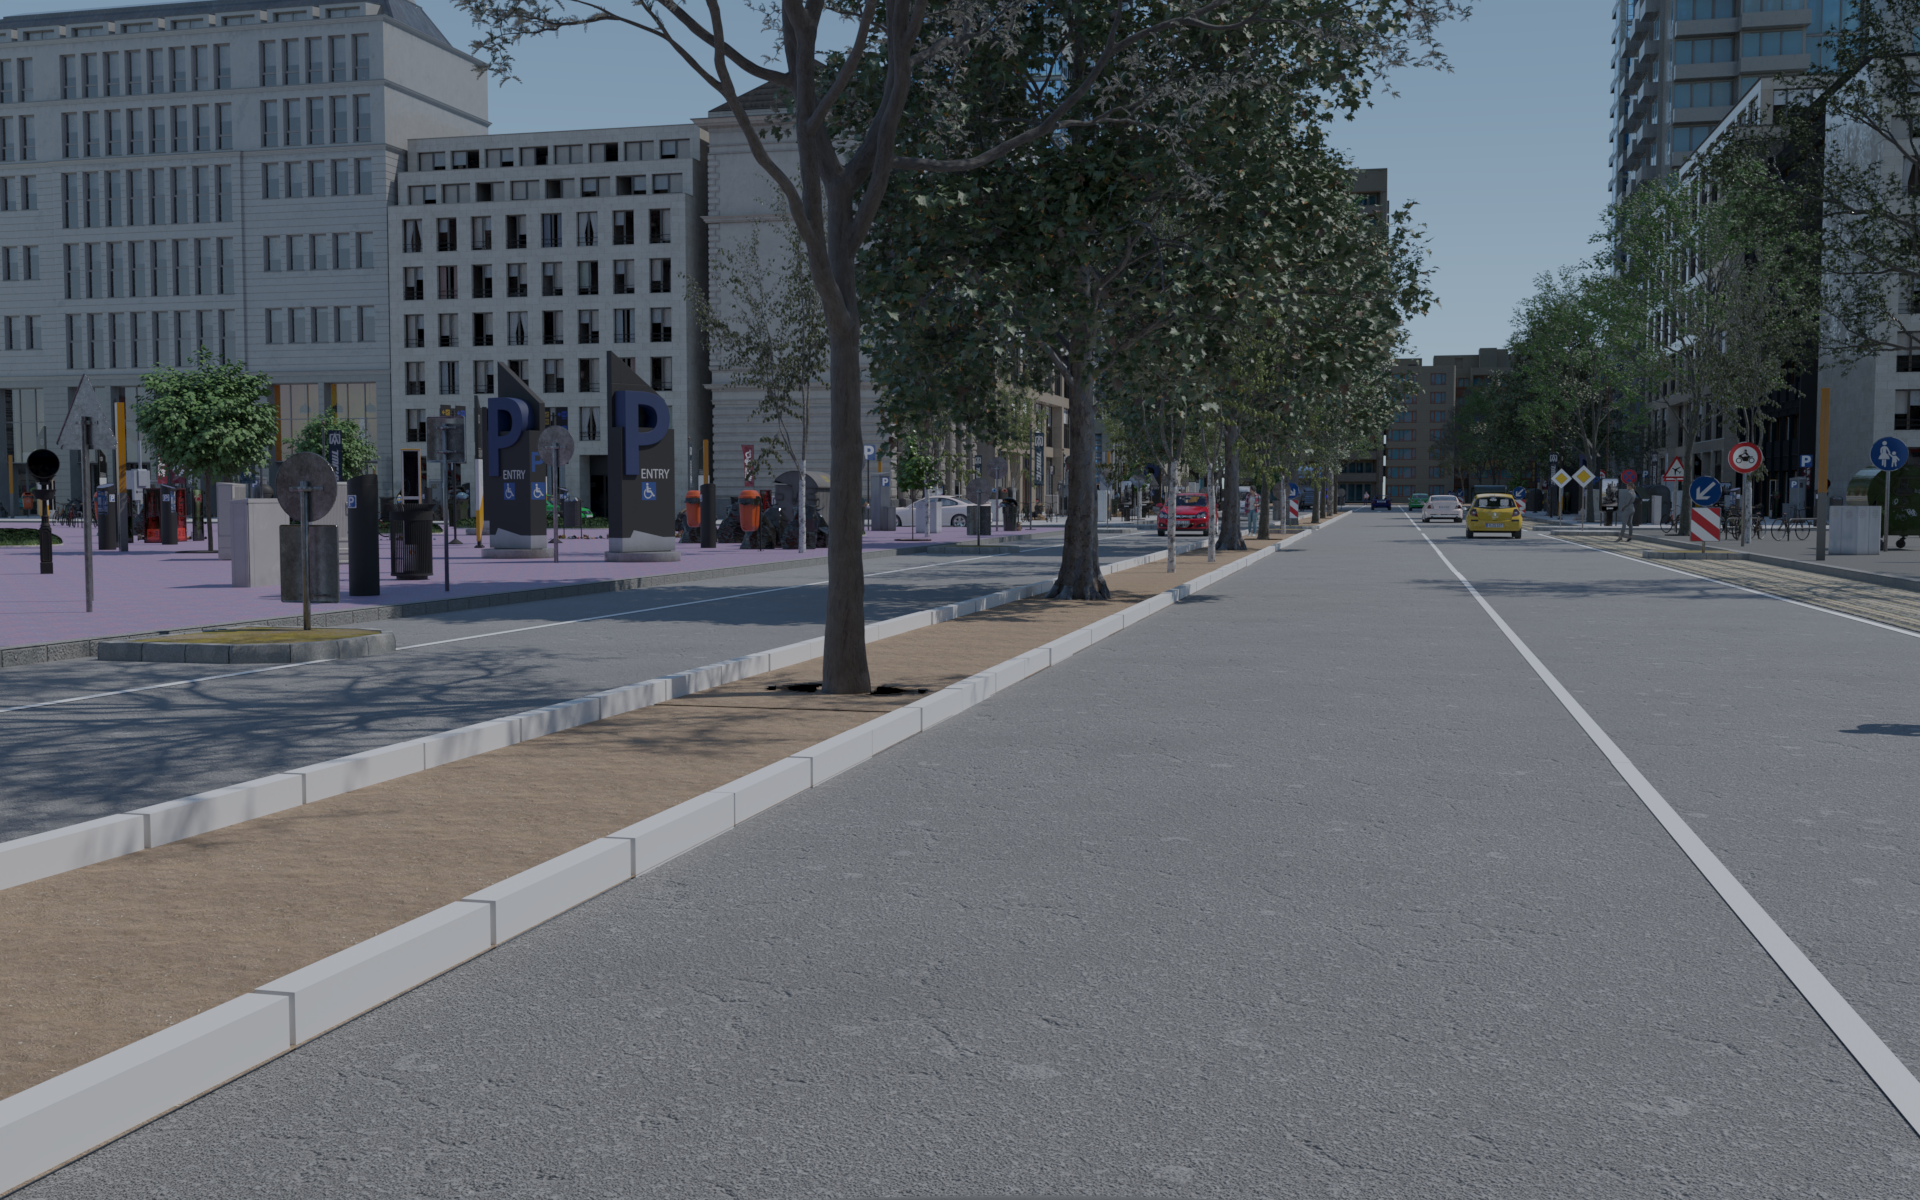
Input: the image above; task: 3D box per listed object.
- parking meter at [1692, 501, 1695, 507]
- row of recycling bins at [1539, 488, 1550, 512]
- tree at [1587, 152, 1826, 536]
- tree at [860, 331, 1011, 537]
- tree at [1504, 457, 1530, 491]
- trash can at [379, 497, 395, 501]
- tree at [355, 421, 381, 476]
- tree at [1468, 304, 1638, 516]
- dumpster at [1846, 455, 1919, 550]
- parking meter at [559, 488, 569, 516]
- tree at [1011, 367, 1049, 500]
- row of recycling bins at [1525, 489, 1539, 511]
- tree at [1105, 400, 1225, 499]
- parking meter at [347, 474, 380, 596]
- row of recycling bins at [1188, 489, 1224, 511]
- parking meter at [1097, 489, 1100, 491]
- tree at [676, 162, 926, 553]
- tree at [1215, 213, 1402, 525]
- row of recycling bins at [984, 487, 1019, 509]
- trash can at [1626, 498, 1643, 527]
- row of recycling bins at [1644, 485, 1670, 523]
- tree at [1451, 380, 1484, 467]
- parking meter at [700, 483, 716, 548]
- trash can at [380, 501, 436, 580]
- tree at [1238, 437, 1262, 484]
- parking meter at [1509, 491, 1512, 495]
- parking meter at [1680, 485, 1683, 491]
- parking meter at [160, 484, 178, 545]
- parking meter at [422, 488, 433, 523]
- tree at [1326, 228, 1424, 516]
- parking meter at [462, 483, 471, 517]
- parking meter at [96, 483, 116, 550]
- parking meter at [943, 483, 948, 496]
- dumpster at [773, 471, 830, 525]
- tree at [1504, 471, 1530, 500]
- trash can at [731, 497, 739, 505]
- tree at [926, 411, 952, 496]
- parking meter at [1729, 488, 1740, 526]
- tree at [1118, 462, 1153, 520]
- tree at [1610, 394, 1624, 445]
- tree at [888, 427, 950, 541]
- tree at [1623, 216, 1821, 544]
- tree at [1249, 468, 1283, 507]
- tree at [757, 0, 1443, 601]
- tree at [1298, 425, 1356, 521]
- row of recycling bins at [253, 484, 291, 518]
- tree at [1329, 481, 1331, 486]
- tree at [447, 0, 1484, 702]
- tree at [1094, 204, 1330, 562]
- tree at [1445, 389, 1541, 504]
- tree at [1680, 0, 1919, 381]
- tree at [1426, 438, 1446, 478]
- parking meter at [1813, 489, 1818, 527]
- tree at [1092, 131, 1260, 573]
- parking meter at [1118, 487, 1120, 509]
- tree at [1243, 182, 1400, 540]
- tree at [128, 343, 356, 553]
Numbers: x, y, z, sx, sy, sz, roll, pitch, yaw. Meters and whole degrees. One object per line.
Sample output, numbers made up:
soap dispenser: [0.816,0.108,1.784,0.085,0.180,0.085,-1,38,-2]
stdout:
parking meter: [36.569,-4.782,86.592,0.372,1.533,0.369,0,3,0]
row of recycling bins: [42.930,-7.214,125.069,1.069,1.692,3.534,1,4,8]
tree: [22.336,-7.759,52.621,9.928,11.665,9.643,0,3,0]
tree: [-0.961,-6.170,51.235,4.737,8.622,4.395,0,3,0]
tree: [47.069,-12.107,148.315,4.737,8.622,4.395,0,3,0]
trash can: [-26.567,-4.200,80.330,0.748,1.137,0.748,0,3,0]
tree: [-23.040,-4.889,63.649,4.285,4.588,4.351,0,3,0]
tree: [34.648,-11.258,101.075,9.611,12.733,9.660,0,3,0]
dumpster: [21.618,-2.305,40.182,1.502,2.255,1.985,1,4,14]
parking meter: [-16.098,-3.792,70.418,0.372,1.533,0.369,0,3,0]
tree: [2.745,-8.426,88.122,4.737,8.622,4.395,0,3,0]
row of recycling bins: [42.948,-7.488,129.536,1.069,1.692,3.534,1,4,11]
tree: [11.987,-11.244,101.966,7.486,12.596,7.792,0,3,0]
parking meter: [-7.535,-0.823,21.875,0.372,1.533,0.369,0,3,0]
row of recycling bins: [19.084,-7.722,133.364,3.534,1.692,1.069,3,5,39]
parking meter: [6.907,-4.674,84.828,0.372,1.533,0.369,0,3,0]
tree: [-3.655,-5.332,37.534,4.360,8.622,3.978,0,3,0]
tree: [14.134,-10.058,73.560,9.857,13.997,8.962,0,3,0]
row of recycling bins: [1.911,-5.367,94.869,1.069,1.692,3.534,3,5,42]
trash can: [26.709,-3.488,68.681,0.748,1.137,0.748,0,3,0]
row of recycling bins: [30.944,-4.291,77.271,1.069,1.692,3.534,1,4,14]
tree: [28.366,-9.295,77.723,9.928,11.665,9.643,0,3,0]
parking meter: [-5.990,-2.005,41.188,0.372,1.533,0.369,0,3,0]
trash can: [-8.221,-0.875,25.955,0.748,1.137,0.748,0,3,0]
tree: [19.918,-13.265,135.017,7.486,12.596,7.792,0,3,0]
parking meter: [42.010,-7.554,131.926,0.372,1.533,0.369,0,3,0]
parking meter: [45.252,-6.280,108.383,0.255,1.863,0.399,0,4,5]
parking meter: [-20.027,-2.168,43.855,0.372,1.533,0.369,0,3,0]
parking meter: [-20.714,-3.608,67.397,0.372,1.533,0.369,0,3,0]
tree: [22.633,-15.456,111.053,12.611,20.169,13.585,0,3,0]
parking meter: [-25.232,-5.060,88.447,0.255,1.863,0.399,3,4,38]
parking meter: [-19.603,-1.918,39.777,0.372,1.533,0.369,0,3,0]
parking meter: [-0.857,-5.214,90.962,0.399,1.863,0.255,3,5,44]
dumpster: [-3.868,-2.311,43.544,1.264,1.857,1.865,1,4,14]
tree: [39.426,-7.804,122.200,1.663,3.219,1.824,0,3,0]
trash can: [-18.438,-8.129,144.567,0.748,1.137,0.748,0,3,0]
tree: [-1.261,-7.652,75.473,4.360,8.622,3.978,0,3,0]
parking meter: [30.766,-3.692,68.776,0.372,1.533,0.369,0,3,0]
tree: [8.716,-5.534,85.090,1.663,3.219,1.824,0,3,0]
tree: [44.611,-9.981,113.552,4.360,8.622,3.978,0,3,0]
tree: [-1.309,-3.222,47.277,1.663,3.219,1.824,0,3,0]
tree: [20.216,-5.769,44.684,4.360,8.622,3.978,0,3,0]
tree: [34.847,-12.960,195.608,4.285,4.588,4.351,0,3,0]
tree: [1.684,-6.363,23.508,9.611,12.733,9.660,0,3,0]
tree: [19.088,-8.516,92.052,4.360,8.622,3.978,0,3,0]
row of recycling bins: [-26.770,-3.854,70.128,3.534,1.692,1.069,-1,4,-10]
tree: [11.411,-6.598,60.700,4.737,8.622,4.395,0,3,0]
tree: [-0.823,-6.060,11.900,12.009,13.543,11.850,0,3,0]
tree: [5.260,-5.077,35.827,4.737,8.622,4.395,0,3,0]
tree: [41.452,-11.880,128.654,7.601,10.594,8.767,2,4,34]
tree: [16.014,-5.653,26.841,8.767,10.594,7.601,0,4,6]
tree: [62.293,-17.114,214.232,8.767,10.594,7.601,0,4,-3]
parking meter: [33.652,-3.635,67.851,0.372,1.533,0.369,0,3,0]
tree: [3.876,-4.805,31.390,4.360,8.622,3.978,0,3,0]
parking meter: [13.691,-8.703,148.000,0.255,1.863,0.399,3,4,37]
tree: [9.530,-7.659,53.430,9.928,11.665,9.643,0,3,0]
tree: [-16.473,-3.322,38.033,4.285,4.588,4.351,0,3,0]
